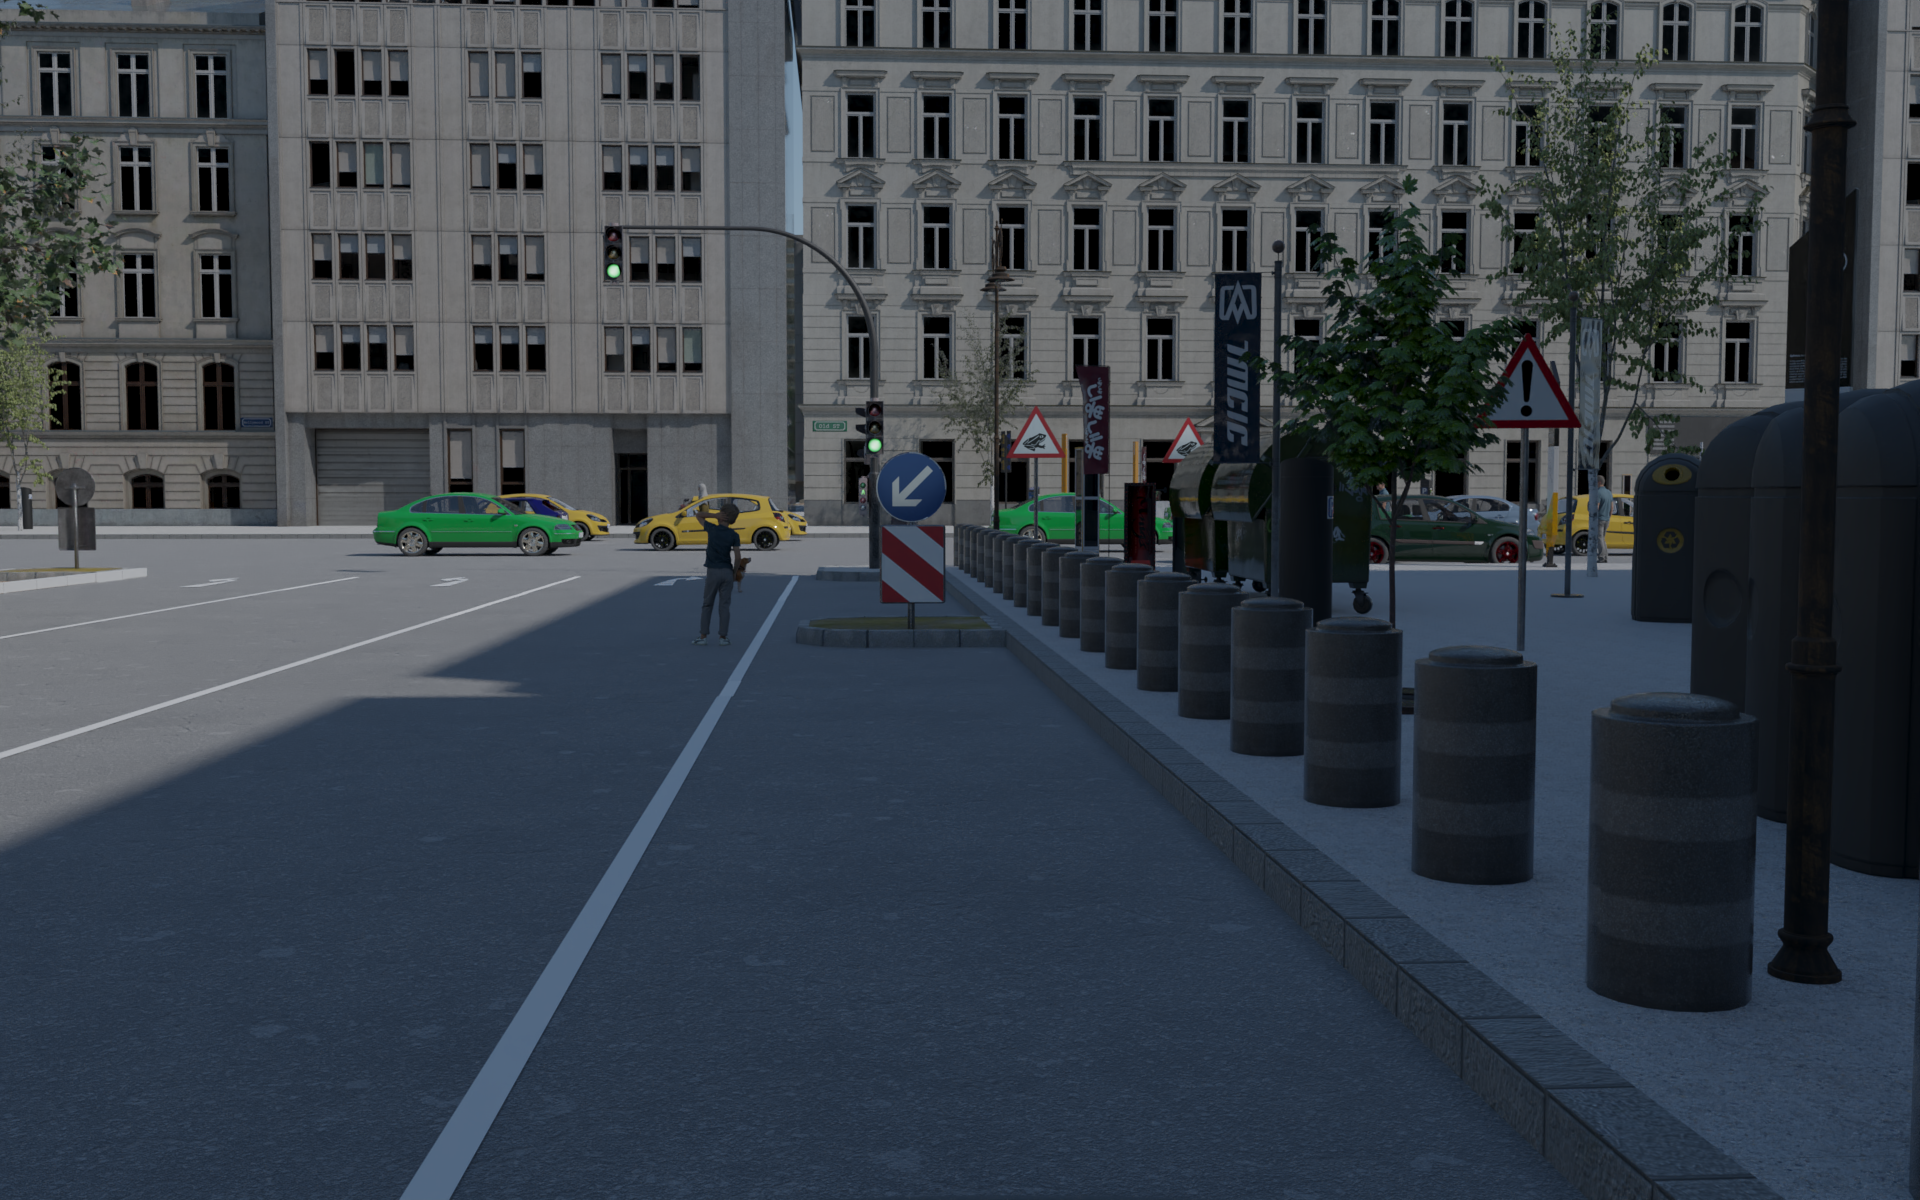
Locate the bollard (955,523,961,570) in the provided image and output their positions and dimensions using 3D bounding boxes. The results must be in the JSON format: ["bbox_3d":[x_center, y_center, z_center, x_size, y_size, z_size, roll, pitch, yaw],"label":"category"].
[{"bbox_3d":[0.172,-0.898,29.392,0.404,0.777,0.398,0,3,0],"label":"bollard"}]

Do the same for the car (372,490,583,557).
[{"bbox_3d":[-11.224,-1.938,40.488,4.718,1.807,1.959,0,4,-3],"label":"car"}]

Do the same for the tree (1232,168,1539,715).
[{"bbox_3d":[2.669,-0.963,10.350,1.663,3.219,1.824,0,3,0],"label":"tree"}]

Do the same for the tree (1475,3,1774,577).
[{"bbox_3d":[9.787,-4.648,26.357,4.737,8.622,4.395,0,3,0],"label":"tree"}]

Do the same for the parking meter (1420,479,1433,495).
[{"bbox_3d":[16.552,-3.411,61.480,0.399,1.863,0.255,3,5,41],"label":"parking meter"}]

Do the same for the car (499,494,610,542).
[{"bbox_3d":[-12.718,-2.609,52.885,3.980,1.641,2.015,0,4,-3],"label":"car"}]

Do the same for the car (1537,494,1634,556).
[{"bbox_3d":[15.702,-1.867,40.745,3.980,1.641,2.015,0,4,-4],"label":"car"}]

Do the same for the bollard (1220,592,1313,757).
[{"bbox_3d":[1.551,0.372,8.627,0.404,0.777,0.398,0,3,0],"label":"bollard"}]

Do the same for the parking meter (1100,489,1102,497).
[{"bbox_3d":[4.699,-3.135,59.666,0.372,1.533,0.369,0,3,0],"label":"parking meter"}]

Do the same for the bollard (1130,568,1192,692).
[{"bbox_3d":[1.365,0.203,11.391,0.404,0.777,0.398,0,3,0],"label":"bollard"}]

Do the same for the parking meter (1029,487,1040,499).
[{"bbox_3d":[2.471,-3.017,57.731,0.372,1.533,0.369,0,3,0],"label":"parking meter"}]

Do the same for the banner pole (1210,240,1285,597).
[{"bbox_3d":[2.920,-1.666,17.255,0.863,3.779,0.401,1,4,17],"label":"banner pole"}]

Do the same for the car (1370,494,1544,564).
[{"bbox_3d":[8.961,-1.425,33.081,4.222,1.686,2.009,0,4,-4],"label":"car"}]

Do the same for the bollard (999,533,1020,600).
[{"bbox_3d":[0.720,-0.390,21.092,0.404,0.777,0.398,0,3,0],"label":"bollard"}]

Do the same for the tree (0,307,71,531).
[{"bbox_3d":[-32.830,-6.704,59.970,4.737,8.622,4.395,0,3,0],"label":"tree"}]

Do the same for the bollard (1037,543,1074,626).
[{"bbox_3d":[0.999,-0.136,16.947,0.404,0.777,0.398,0,3,0],"label":"bollard"}]

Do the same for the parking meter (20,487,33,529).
[{"bbox_3d":[-33.958,-3.340,63.015,0.372,1.533,0.369,0,3,0],"label":"parking meter"}]

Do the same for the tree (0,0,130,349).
[{"bbox_3d":[-14.315,-6.002,17.600,9.611,12.733,9.660,0,3,0],"label":"tree"}]

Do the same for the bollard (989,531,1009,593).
[{"bbox_3d":[0.629,-0.475,22.478,0.404,0.777,0.398,0,3,0],"label":"bollard"}]

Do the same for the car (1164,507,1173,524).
[{"bbox_3d":[8.402,-2.641,51.971,4.718,1.807,1.959,0,4,-4],"label":"car"}]

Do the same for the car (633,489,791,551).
[{"bbox_3d":[-6.329,-2.081,44.253,3.980,1.641,2.015,0,4,-3],"label":"car"}]

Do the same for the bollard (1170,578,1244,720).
[{"bbox_3d":[1.463,0.288,10.009,0.404,0.777,0.398,0,3,0],"label":"bollard"}]

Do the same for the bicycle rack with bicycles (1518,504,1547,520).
[{"bbox_3d":[21.110,-3.142,64.759,2.925,0.926,2.852,-1,4,-13],"label":"bicycle rack with bicycles"}]

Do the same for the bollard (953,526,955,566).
[{"bbox_3d":[0.081,-0.982,30.774,0.404,0.777,0.398,0,3,0],"label":"bollard"}]

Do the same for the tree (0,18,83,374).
[{"bbox_3d":[-14.929,-4.401,24.772,4.360,8.622,3.978,0,3,0],"label":"tree"}]

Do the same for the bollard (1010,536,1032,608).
[{"bbox_3d":[0.810,-0.305,19.710,0.404,0.777,0.398,0,3,0],"label":"bollard"}]

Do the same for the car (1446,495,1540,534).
[{"bbox_3d":[13.609,-2.177,47.595,4.499,1.417,2.014,0,4,-2],"label":"car"}]

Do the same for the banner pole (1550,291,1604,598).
[{"bbox_3d":[7.753,-1.932,21.613,0.863,3.779,0.401,-3,4,-37],"label":"banner pole"}]

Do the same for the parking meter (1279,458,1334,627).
[{"bbox_3d":[2.454,-0.237,12.294,0.372,1.533,0.369,0,3,0],"label":"parking meter"}]

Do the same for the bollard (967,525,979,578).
[{"bbox_3d":[0.357,-0.729,26.628,0.404,0.777,0.398,0,3,0],"label":"bollard"}]

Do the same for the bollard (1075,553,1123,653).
[{"bbox_3d":[1.185,0.033,14.183,0.404,0.777,0.398,0,3,0],"label":"bollard"}]

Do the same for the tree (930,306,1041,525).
[{"bbox_3d":[1.007,-7.102,66.482,4.360,8.622,3.978,0,3,0],"label":"tree"}]

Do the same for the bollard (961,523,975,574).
[{"bbox_3d":[0.261,-0.813,28.010,0.404,0.777,0.398,0,3,0],"label":"bollard"}]

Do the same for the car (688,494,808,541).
[{"bbox_3d":[-6.674,-2.622,53.093,3.980,1.641,2.015,0,4,-4],"label":"car"}]

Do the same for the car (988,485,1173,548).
[{"bbox_3d":[3.033,-2.090,42.963,4.718,1.807,1.959,0,4,-4],"label":"car"}]

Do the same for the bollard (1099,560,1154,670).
[{"bbox_3d":[1.273,0.117,12.801,0.404,0.777,0.398,0,3,0],"label":"bollard"}]

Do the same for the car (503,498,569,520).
[{"bbox_3d":[-12.694,-2.127,47.349,3.894,1.354,1.945,0,4,-2],"label":"car"}]

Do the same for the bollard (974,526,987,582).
[{"bbox_3d":[0.447,-0.644,25.242,0.404,0.777,0.398,0,3,0],"label":"bollard"}]

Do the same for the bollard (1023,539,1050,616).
[{"bbox_3d":[0.908,-0.221,18.329,0.404,0.777,0.398,0,3,0],"label":"bollard"}]

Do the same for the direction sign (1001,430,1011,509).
[{"bbox_3d":[1.649,-4.289,62.118,0.379,3.537,0.876,-1,4,-21],"label":"direction sign"}]

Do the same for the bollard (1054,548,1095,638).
[{"bbox_3d":[1.093,-0.052,15.565,0.404,0.777,0.398,0,3,0],"label":"bollard"}]

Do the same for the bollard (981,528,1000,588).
[{"bbox_3d":[0.538,-0.559,23.860,0.404,0.777,0.398,0,3,0],"label":"bollard"}]

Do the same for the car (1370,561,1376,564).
[{"bbox_3d":[7.087,-1.493,36.202,4.920,1.459,2.131,0,4,-3],"label":"car"}]
